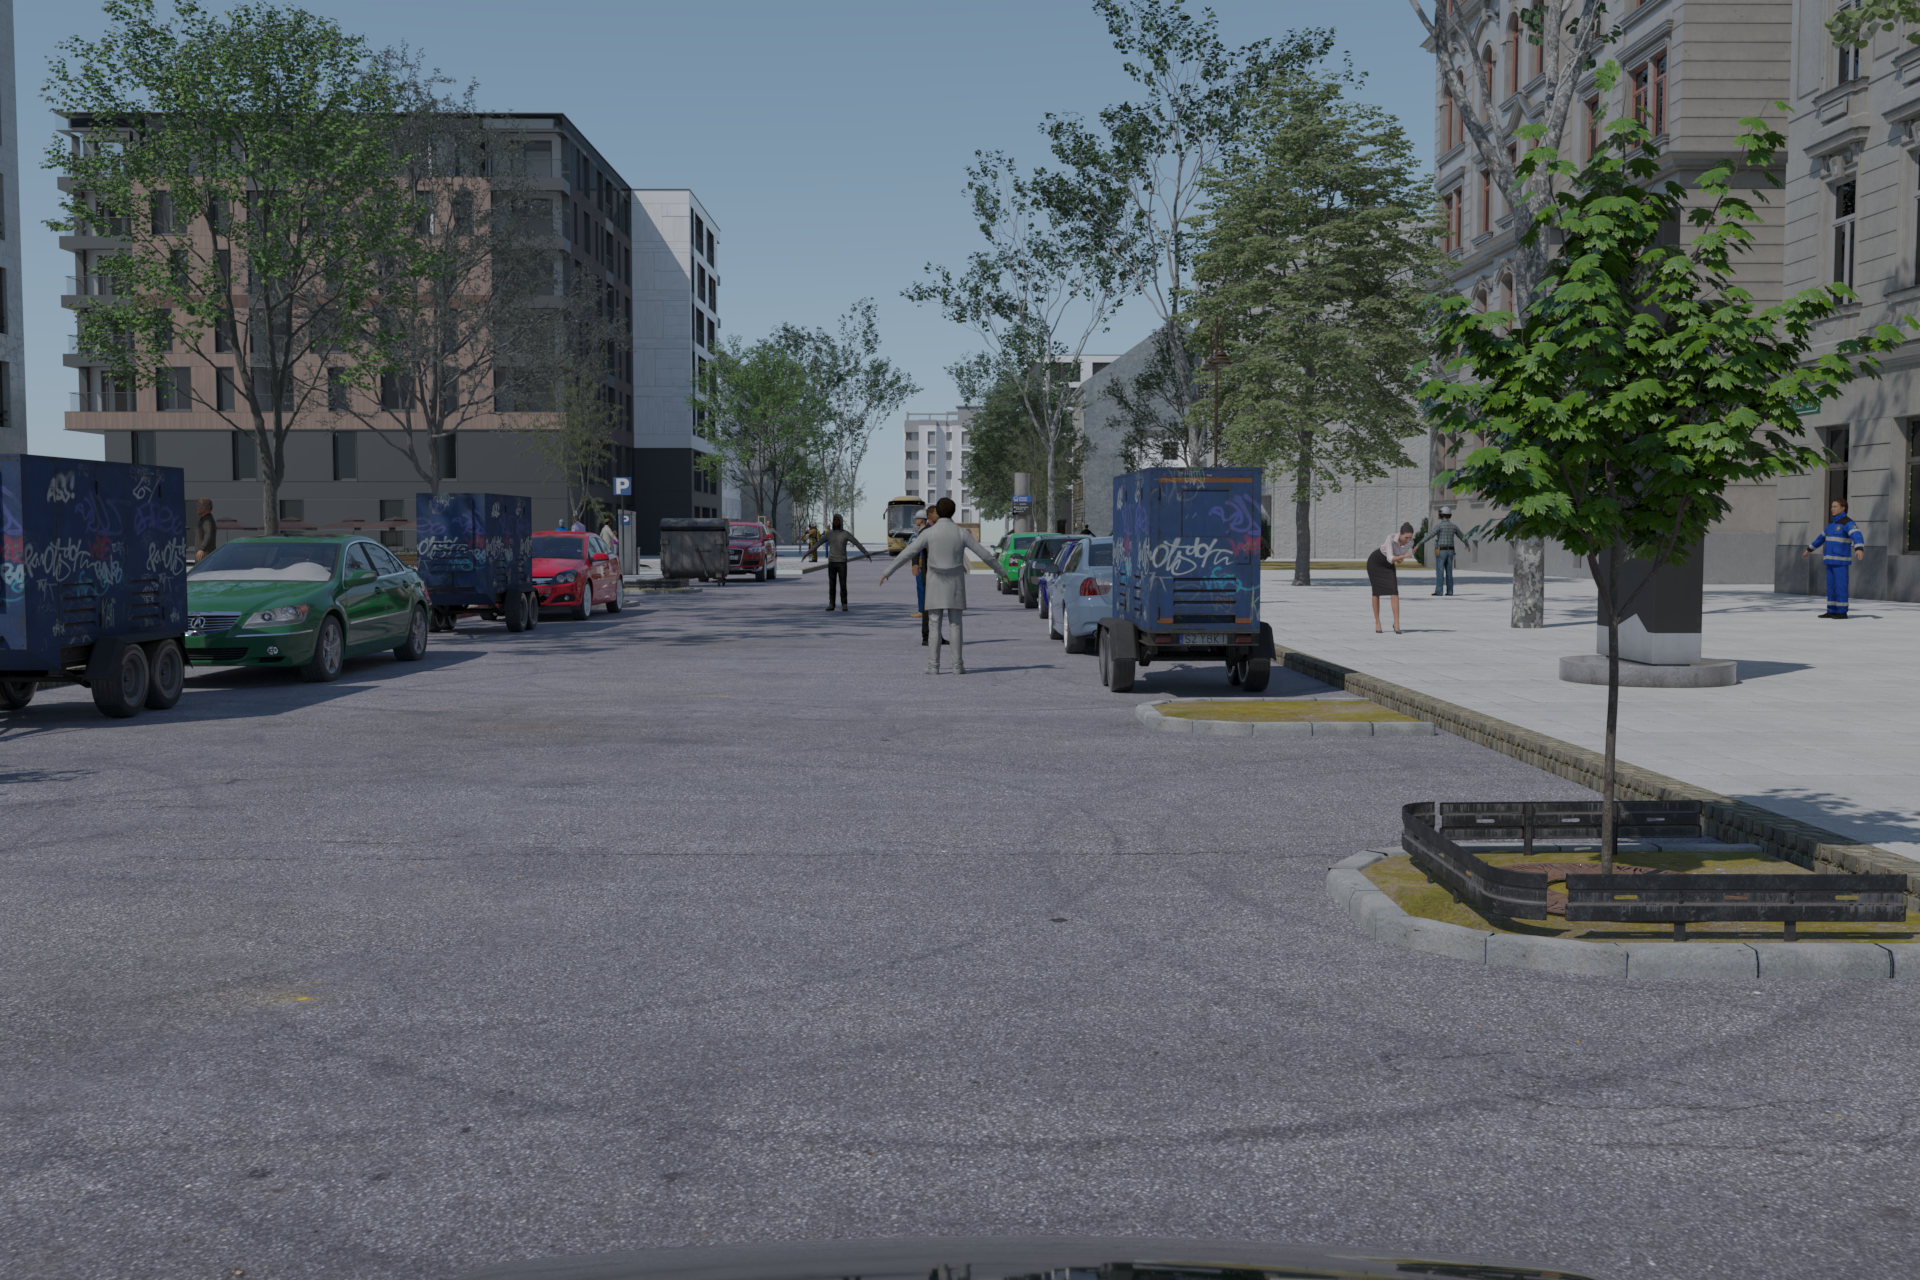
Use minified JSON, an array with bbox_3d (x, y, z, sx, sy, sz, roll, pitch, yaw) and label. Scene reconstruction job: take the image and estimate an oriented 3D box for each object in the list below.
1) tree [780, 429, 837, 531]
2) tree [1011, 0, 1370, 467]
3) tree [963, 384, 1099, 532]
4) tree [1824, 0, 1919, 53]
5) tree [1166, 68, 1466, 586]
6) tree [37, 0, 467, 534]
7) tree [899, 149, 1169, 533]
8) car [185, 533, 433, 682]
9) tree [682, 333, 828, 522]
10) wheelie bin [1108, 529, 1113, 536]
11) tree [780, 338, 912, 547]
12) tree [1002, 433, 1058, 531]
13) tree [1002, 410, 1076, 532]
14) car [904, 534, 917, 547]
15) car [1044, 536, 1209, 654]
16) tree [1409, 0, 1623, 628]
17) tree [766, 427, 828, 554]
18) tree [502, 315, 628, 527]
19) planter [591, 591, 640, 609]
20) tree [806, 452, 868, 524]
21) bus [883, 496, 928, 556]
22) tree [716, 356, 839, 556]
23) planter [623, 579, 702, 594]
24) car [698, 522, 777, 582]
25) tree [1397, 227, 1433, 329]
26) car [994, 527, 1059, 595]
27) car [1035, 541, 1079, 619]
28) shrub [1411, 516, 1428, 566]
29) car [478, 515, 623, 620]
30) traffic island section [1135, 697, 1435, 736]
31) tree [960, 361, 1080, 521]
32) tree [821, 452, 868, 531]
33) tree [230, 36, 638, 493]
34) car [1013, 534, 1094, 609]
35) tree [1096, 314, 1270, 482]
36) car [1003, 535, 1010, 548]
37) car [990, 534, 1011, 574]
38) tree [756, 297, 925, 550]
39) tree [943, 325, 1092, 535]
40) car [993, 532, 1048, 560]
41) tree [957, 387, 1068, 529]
[{"bbox_3d":[-10.077,-10.160,116.474,4.360,8.622,3.978,0,3,0],"label":"tree"},{"bbox_3d":[6.619,-12.397,58.585,12.611,20.169,13.585,0,3,0],"label":"tree"},{"bbox_3d":[4.377,-10.659,108.685,8.767,10.594,7.601,0,4,-1],"label":"tree"},{"bbox_3d":[8.465,-5.570,9.202,7.486,12.596,7.792,0,3,0],"label":"tree"},{"bbox_3d":[8.755,-7.637,42.984,7.486,12.596,7.792,0,3,0],"label":"tree"},{"bbox_3d":[-13.103,-6.542,32.712,9.928,11.665,9.643,0,3,0],"label":"tree"},{"bbox_3d":[3.179,-14.146,87.180,12.611,20.169,13.585,0,3,0],"label":"tree"},{"bbox_3d":[-7.004,-0.394,18.237,2.131,1.459,4.920,0,4,-1],"label":"car"},{"bbox_3d":[-10.446,-10.036,89.837,9.928,11.665,9.643,0,3,0],"label":"tree"},{"bbox_3d":[5.213,-3.056,57.882,0.693,1.594,0.980,0,3,0],"label":"wheelie bin"},{"bbox_3d":[-11.922,-19.132,168.701,12.611,20.169,13.585,0,3,0],"label":"tree"},{"bbox_3d":[4.443,-10.385,120.156,4.360,8.622,3.978,0,3,0],"label":"tree"},{"bbox_3d":[4.202,-9.238,101.400,4.360,8.622,3.978,0,3,0],"label":"tree"},{"bbox_3d":[-2.160,-5.341,99.120,2.131,1.459,4.920,0,4,-2],"label":"car"},{"bbox_3d":[2.103,-0.614,22.037,2.014,1.417,4.499,0,4,-1],"label":"car"},{"bbox_3d":[6.936,-10.303,24.348,12.611,20.169,13.585,0,3,0],"label":"tree"},{"bbox_3d":[-10.045,-9.712,109.157,4.360,8.622,3.978,0,3,0],"label":"tree"},{"bbox_3d":[-12.768,-6.586,58.045,4.360,8.622,3.978,0,3,0],"label":"tree"},{"bbox_3d":[-7.410,-0.800,34.217,1.991,0.319,1.994,0,3,0],"label":"planter"},{"bbox_3d":[-18.911,-21.230,257.483,12.009,13.543,11.850,0,3,0],"label":"tree"},{"bbox_3d":[-3.417,-7.553,115.040,2.896,3.916,12.252,0,4,0],"label":"bus"},{"bbox_3d":[-10.783,-10.717,100.983,9.928,11.665,9.643,0,3,0],"label":"tree"},{"bbox_3d":[-7.391,-1.306,42.498,1.991,0.319,1.994,0,4,1],"label":"planter"},{"bbox_3d":[-6.829,-2.735,53.384,2.281,1.827,5.304,0,4,-1],"label":"car"},{"bbox_3d":[24.928,-13.723,80.258,12.611,20.169,13.585,0,3,0],"label":"tree"},{"bbox_3d":[1.835,-2.051,42.325,1.959,1.807,4.718,0,4,-1],"label":"car"},{"bbox_3d":[2.228,-0.951,28.130,1.945,1.354,3.894,0,4,-2],"label":"car"},{"bbox_3d":[18.766,-3.979,69.099,1.661,2.075,1.752,0,3,0],"label":"shrub"},{"bbox_3d":[-7.079,-1.289,30.123,2.155,1.783,4.494,0,3,0],"label":"car"},{"bbox_3d":[2.375,0.586,13.280,1.991,0.108,1.994,0,4,0],"label":"traffic island section"},{"bbox_3d":[4.642,-13.621,129.354,9.857,13.997,8.962,0,3,0],"label":"tree"},{"bbox_3d":[-11.137,-12.534,155.297,4.360,8.622,3.978,0,3,0],"label":"tree"},{"bbox_3d":[-13.553,-8.171,43.974,12.009,13.543,11.850,0,3,0],"label":"tree"},{"bbox_3d":[2.077,-1.525,34.722,2.009,1.686,4.222,0,4,0],"label":"car"},{"bbox_3d":[9.738,-8.514,73.613,7.601,10.594,8.767,2,4,26],"label":"tree"},{"bbox_3d":[2.048,-2.593,52.625,2.015,1.641,3.980,0,3,0],"label":"car"},{"bbox_3d":[2.095,-3.179,61.770,2.009,1.686,4.222,0,4,-1],"label":"car"},{"bbox_3d":[-9.506,-17.235,137.679,12.611,20.169,13.585,0,3,0],"label":"tree"},{"bbox_3d":[5.152,-18.422,157.084,12.611,20.169,13.585,0,3,0],"label":"tree"},{"bbox_3d":[1.992,-2.326,47.066,2.155,1.783,4.494,0,4,-1],"label":"car"},{"bbox_3d":[4.472,-14.413,142.304,9.857,13.997,8.962,0,3,0],"label":"tree"}]
